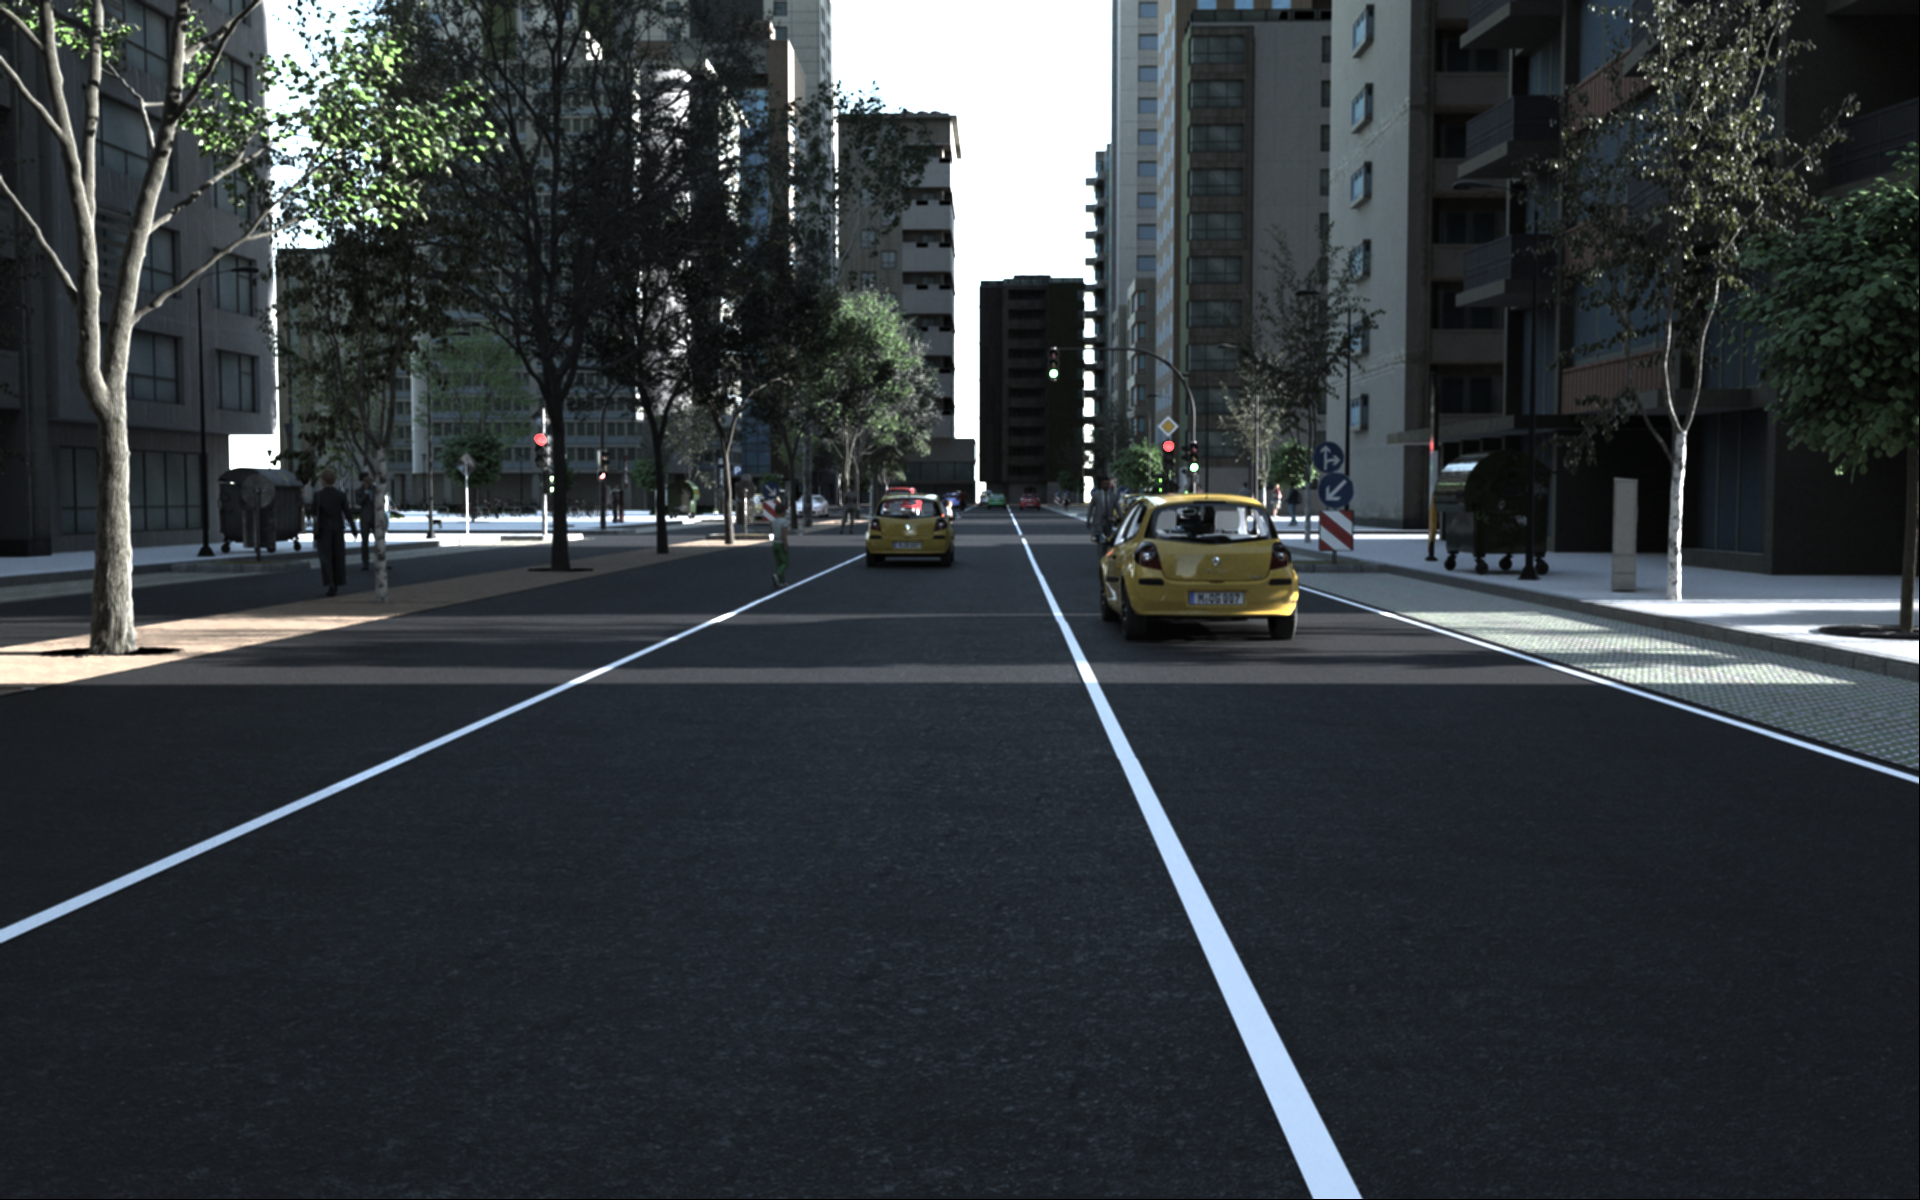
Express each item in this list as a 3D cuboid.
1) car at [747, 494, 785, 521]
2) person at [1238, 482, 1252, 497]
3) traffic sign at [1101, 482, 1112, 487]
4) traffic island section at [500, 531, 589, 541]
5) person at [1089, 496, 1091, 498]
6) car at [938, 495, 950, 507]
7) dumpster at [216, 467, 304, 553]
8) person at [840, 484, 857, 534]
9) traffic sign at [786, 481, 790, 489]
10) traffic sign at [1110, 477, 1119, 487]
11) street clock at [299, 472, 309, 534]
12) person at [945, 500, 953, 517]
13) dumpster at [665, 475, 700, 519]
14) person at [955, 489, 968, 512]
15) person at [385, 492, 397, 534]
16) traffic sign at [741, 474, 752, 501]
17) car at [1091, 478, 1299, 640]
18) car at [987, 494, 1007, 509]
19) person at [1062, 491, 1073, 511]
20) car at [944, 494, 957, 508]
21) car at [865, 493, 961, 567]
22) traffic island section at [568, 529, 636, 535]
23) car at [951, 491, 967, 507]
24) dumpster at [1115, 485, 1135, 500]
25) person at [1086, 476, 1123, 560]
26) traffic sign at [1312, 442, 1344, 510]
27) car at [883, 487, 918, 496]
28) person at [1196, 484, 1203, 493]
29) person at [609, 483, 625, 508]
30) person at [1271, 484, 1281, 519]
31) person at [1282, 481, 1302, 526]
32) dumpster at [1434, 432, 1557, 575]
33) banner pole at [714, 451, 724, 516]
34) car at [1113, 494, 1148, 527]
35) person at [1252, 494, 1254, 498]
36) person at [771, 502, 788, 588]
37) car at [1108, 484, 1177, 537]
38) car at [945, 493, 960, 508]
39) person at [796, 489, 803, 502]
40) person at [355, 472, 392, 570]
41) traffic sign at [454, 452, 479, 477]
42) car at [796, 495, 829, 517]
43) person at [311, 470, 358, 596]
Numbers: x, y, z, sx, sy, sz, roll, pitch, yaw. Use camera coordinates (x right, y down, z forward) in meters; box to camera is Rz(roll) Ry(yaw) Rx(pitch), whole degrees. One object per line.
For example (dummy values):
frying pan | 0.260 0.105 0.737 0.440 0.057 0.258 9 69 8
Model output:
car | -9.311 -4.388 81.964 2.015 1.641 3.980 0 4 0
person | 12.284 -4.194 74.813 0.606 1.804 0.583 0 4 -4
traffic sign | 11.511 -8.326 136.136 0.884 2.594 0.081 1 4 10
traffic island section | -13.087 -1.971 54.501 2.009 0.180 2.903 0 4 1
person | 12.103 -9.255 158.080 0.721 1.735 1.217 2 4 29
car | -1.861 -8.457 150.849 1.945 1.354 3.894 0 4 2
dumpster | -15.440 -1.987 38.244 1.264 1.857 1.865 0 4 2
person | -4.054 -3.305 62.812 0.520 1.790 0.573 -2 4 -35
traffic sign | -13.007 -7.956 132.205 0.606 2.300 0.079 0 4 3
traffic sign | 11.519 -7.877 128.897 0.768 2.556 0.104 0 4 6
street clock | -21.005 -3.100 55.251 0.471 2.002 0.358 -2 4 -29
person | -0.405 -2.295 50.712 0.352 1.250 0.332 -3 5 -43
dumpster | -14.356 -5.324 89.546 1.502 2.255 1.985 0 4 1
person | 0.144 -8.116 141.137 1.348 1.831 0.705 -3 5 -39
person | -20.014 -3.142 60.213 0.721 1.781 0.623 2 4 33
traffic sign | -13.517 -6.698 109.611 0.768 2.556 0.104 0 4 7
car | 2.449 -0.505 18.476 2.015 1.641 3.980 0 3 0
car | 3.506 -9.534 164.674 1.959 1.807 4.718 0 4 1
person | 9.203 -8.547 149.038 1.217 1.735 0.721 -2 4 -35
car | -1.086 -10.571 182.618 2.009 1.686 4.222 0 4 2
car | -0.988 -1.556 35.661 2.015 1.641 3.980 0 4 1
traffic island section | -12.893 -2.459 62.484 2.009 0.180 2.903 0 4 1
car | -0.286 -11.669 199.458 2.281 1.827 5.304 0 4 0
dumpster | 10.785 -6.537 112.637 1.264 1.857 1.865 0 4 1
person | 2.846 -1.550 34.109 0.678 1.792 0.850 -1 4 -10
traffic sign | 8.972 -2.580 42.289 0.768 2.556 0.104 0 4 6
car | -3.209 -5.368 96.436 2.281 1.827 5.304 0 4 3
person | 13.186 -5.491 95.833 0.555 1.821 0.388 2 4 35
person | -16.250 -4.618 81.813 0.678 1.792 0.850 -3 4 -37
person | 16.518 -5.163 90.426 0.573 1.828 0.580 0 4 -6
person | 13.217 -3.820 68.846 0.721 1.781 0.623 2 4 28
dumpster | 8.720 -1.575 28.249 1.502 2.255 1.985 0 4 1
banner pole | -13.931 -6.738 100.175 0.863 3.779 0.401 1 4 11
car | 7.551 -3.934 74.549 2.015 1.641 3.980 0 4 0
person | 15.891 -5.113 93.907 0.475 1.303 0.640 0 4 0
person | -2.762 -0.841 26.506 0.306 1.304 0.590 1 4 18
car | 3.635 -1.260 30.381 2.009 1.686 4.222 0 4 1
car | -0.901 -10.217 176.640 1.945 1.707 3.694 0 4 0
person | -13.343 -8.357 143.504 1.217 1.723 0.721 1 4 8
person | -11.132 -1.502 32.861 0.655 1.846 0.447 -3 4 -36
traffic sign | -15.569 -3.358 54.636 0.795 2.593 0.064 0 4 4
car | -9.226 -5.822 107.557 2.083 1.381 4.827 0 4 2
person | -8.852 -0.951 24.473 0.534 1.772 0.576 3 4 36
